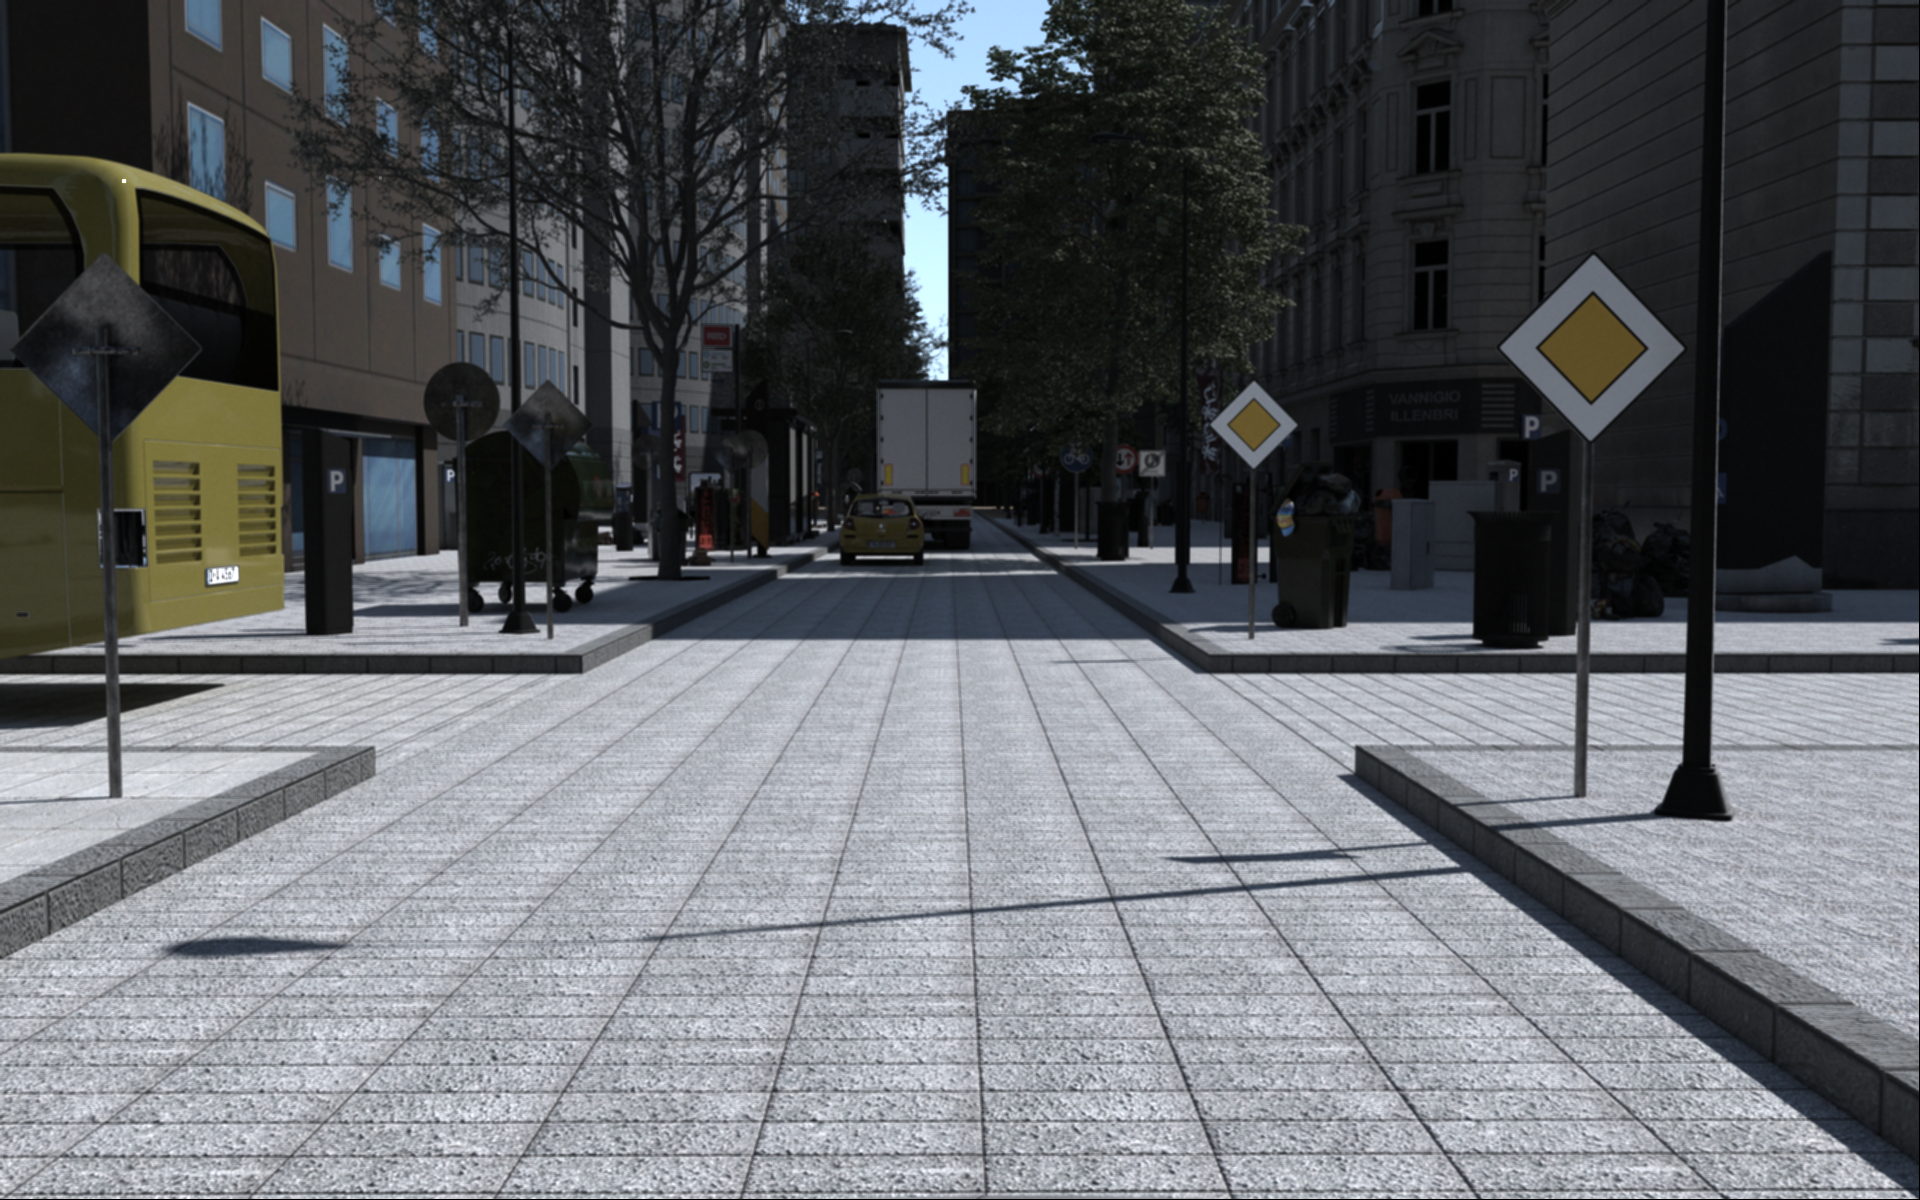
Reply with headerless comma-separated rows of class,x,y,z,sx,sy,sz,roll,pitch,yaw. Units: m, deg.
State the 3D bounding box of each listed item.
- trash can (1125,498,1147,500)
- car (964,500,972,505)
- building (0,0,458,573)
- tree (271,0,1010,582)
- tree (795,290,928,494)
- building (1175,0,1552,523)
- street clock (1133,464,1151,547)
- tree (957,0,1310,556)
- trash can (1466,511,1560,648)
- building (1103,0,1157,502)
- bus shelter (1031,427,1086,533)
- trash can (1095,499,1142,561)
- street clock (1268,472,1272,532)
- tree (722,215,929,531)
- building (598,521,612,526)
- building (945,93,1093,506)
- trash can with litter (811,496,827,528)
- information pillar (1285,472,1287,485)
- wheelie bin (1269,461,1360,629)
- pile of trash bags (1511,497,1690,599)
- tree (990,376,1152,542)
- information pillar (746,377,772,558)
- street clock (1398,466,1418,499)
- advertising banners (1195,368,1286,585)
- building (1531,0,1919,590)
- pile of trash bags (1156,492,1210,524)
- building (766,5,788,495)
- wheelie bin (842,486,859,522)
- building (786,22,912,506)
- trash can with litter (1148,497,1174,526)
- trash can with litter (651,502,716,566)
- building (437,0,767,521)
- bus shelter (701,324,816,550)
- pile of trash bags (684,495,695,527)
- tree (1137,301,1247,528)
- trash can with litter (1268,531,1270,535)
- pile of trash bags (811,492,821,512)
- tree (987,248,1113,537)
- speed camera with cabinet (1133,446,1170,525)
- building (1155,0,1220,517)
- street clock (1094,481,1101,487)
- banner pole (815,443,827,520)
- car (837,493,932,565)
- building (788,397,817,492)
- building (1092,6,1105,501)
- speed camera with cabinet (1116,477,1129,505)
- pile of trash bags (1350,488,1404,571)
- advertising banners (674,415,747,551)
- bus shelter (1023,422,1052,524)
trash can,6.020,-2.908,59.202,0.748,1.137,0.748,0,3,0
car,-0.243,-5.847,105.827,2.015,1.641,3.980,0,4,-1
building,-17.658,-23.173,28.984,14.600,45.320,14.200,0,4,0
tree,-4.393,-7.051,25.654,12.009,13.543,11.850,0,3,0
tree,-4.818,-10.511,89.978,7.486,12.596,7.792,0,3,0
building,19.751,-17.857,68.372,17.030,29.872,44.131,0,4,0
street clock,4.415,-2.275,41.765,0.358,2.002,0.471,-3,5,-45
tree,3.491,-7.194,35.752,7.486,12.596,7.792,0,3,0
trash can,4.640,-0.179,14.575,0.748,1.137,0.748,0,3,0
building,21.385,-30.215,117.721,21.300,48.544,21.600,0,4,0
bus shelter,3.453,-4.228,60.411,1.731,3.624,6.357,0,4,0
trash can,2.959,-1.332,33.433,0.748,1.137,0.748,0,3,0
street clock,10.244,-3.246,57.635,0.358,2.002,0.471,0,4,2
tree,-4.639,-7.618,58.969,8.767,10.594,7.601,2,4,31
building,-24.338,-31.541,57.691,21.231,58.520,28.212,0,4,0
building,11.137,-32.874,192.108,28.867,44.769,22.147,0,4,0
trash can with litter,-5.621,-3.332,65.528,1.678,1.210,2.233,0,3,0
information pillar,10.978,-3.236,57.407,0.304,2.012,0.304,-2,4,-26
wheelie bin,3.442,-0.539,16.716,0.693,1.594,0.980,3,4,38
pile of trash bags,8.869,-0.760,22.186,3.447,1.369,1.912,-1,4,-10
tree,3.540,-3.876,47.089,4.285,4.588,4.351,0,3,0
information pillar,-4.060,-2.659,34.828,0.504,3.616,0.183,2,4,27
street clock,11.455,-2.432,44.341,0.471,2.002,0.358,-2,4,-32
advertising banners,4.082,-1.740,24.641,2.074,3.025,0.090,-3,4,-36
building,23.645,-14.117,28.082,25.104,27.353,12.463,0,4,0
pile of trash bags,9.169,-4.020,75.472,3.447,1.369,1.912,1,4,12
building,-20.134,-29.107,126.005,14.600,45.320,14.200,0,4,0
wheelie bin,-4.264,-3.663,67.795,0.693,1.594,0.980,0,4,1
building,-17.247,-37.108,195.949,27.495,52.752,28.713,0,4,0
trash can with litter,8.130,-3.584,69.986,1.055,1.170,0.624,1,4,12
trash can with litter,-4.935,-1.193,30.895,1.055,1.170,0.624,-2,4,-35
building,-23.601,-34.357,103.739,21.231,58.520,28.212,0,4,0
bus shelter,-5.038,-4.035,43.608,2.179,5.291,8.768,0,4,-1
pile of trash bags,-11.380,-3.540,67.636,1.912,1.369,3.447,0,4,-2
tree,8.575,-6.981,64.499,4.360,8.622,3.978,0,3,0
trash can with litter,9.974,-2.667,54.655,1.678,1.210,2.233,-2,4,-33
pile of trash bags,-8.182,-4.387,81.472,3.447,1.369,1.912,1,4,17
tree,2.872,-6.236,52.315,4.737,8.622,4.395,0,3,0
speed camera with cabinet,7.908,-4.721,71.523,0.660,3.252,2.038,-2,4,-25
building,18.163,-25.457,99.819,14.154,41.232,14.086,0,4,0
street clock,6.769,-5.008,86.457,0.471,2.002,0.358,-2,4,-32
banner pole,-6.715,-5.764,84.264,0.863,3.779,0.401,2,4,30
car,-1.599,-1.592,36.247,2.015,1.641,3.980,0,4,-1
building,-28.563,-50.929,145.355,31.000,86.520,22.319,0,4,0
building,21.423,-36.714,142.277,21.231,58.520,28.212,0,4,0
speed camera with cabinet,8.837,-5.860,90.154,2.038,3.252,0.660,-3,5,-44
pile of trash bags,6.782,-1.183,29.091,1.912,1.369,3.447,0,4,-3
advertising banners,-5.665,-2.594,38.604,2.074,3.025,0.090,-3,4,-38
bus shelter,4.026,-6.181,78.697,2.179,5.291,8.768,0,4,0
